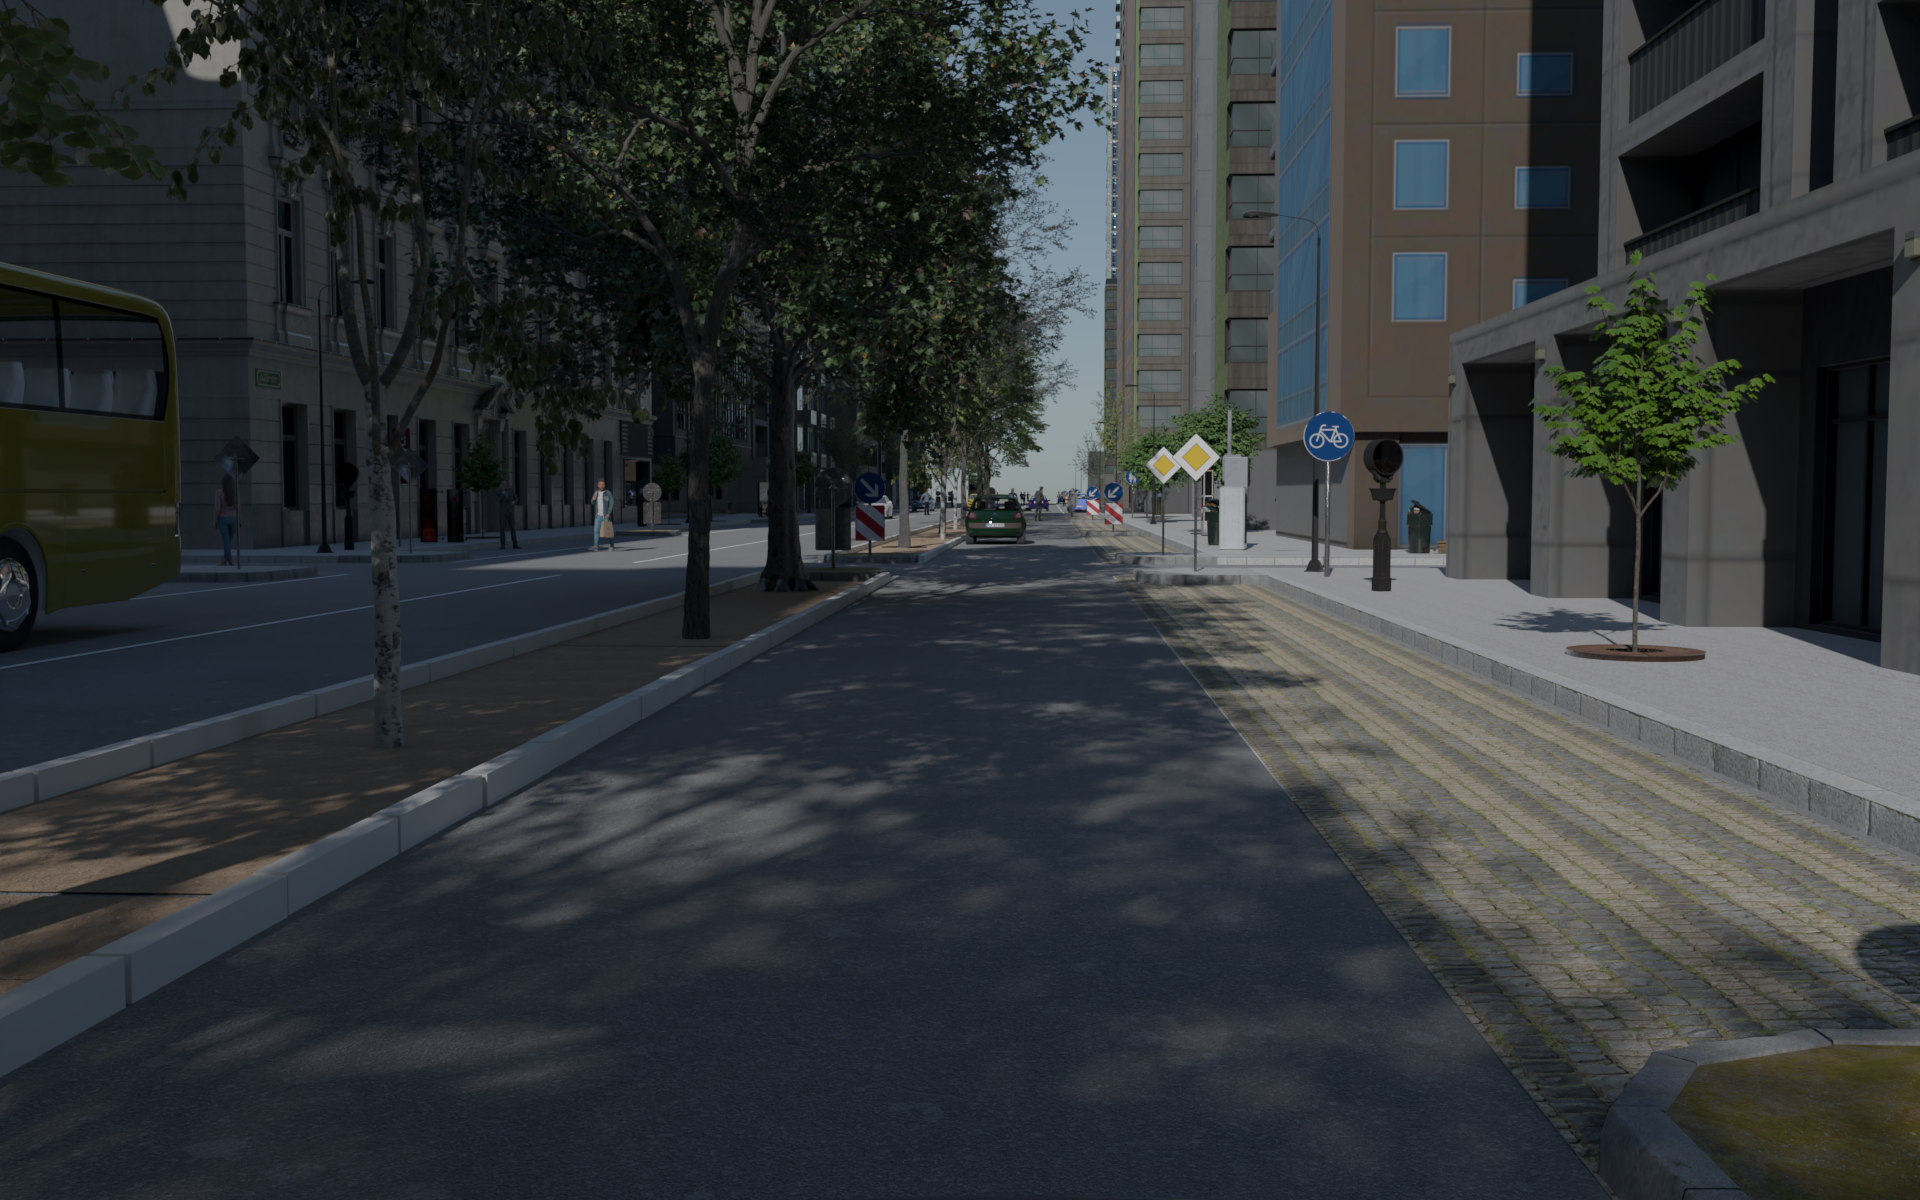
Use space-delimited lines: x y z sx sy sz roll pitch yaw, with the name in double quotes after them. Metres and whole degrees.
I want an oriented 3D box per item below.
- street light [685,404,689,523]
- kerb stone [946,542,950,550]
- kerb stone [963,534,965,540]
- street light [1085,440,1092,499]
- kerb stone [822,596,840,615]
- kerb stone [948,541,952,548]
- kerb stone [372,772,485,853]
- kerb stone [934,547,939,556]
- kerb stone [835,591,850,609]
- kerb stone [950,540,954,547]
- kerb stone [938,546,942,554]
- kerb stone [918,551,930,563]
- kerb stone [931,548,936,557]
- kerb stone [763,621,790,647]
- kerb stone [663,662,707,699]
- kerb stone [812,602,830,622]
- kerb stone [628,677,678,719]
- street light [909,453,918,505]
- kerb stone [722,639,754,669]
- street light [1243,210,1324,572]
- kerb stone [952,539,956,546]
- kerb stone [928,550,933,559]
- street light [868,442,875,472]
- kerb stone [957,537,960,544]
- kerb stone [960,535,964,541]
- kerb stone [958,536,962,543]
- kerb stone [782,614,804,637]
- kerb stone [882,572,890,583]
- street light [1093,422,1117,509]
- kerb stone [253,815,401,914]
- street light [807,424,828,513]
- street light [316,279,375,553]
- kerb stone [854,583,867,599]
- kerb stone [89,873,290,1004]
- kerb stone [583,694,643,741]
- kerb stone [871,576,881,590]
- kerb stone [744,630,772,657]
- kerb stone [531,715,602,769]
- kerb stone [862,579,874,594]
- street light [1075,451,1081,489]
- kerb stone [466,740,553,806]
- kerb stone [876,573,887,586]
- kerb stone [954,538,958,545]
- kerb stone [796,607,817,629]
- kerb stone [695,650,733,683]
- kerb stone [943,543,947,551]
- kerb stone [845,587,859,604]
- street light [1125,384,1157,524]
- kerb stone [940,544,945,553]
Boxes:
-11.397 -6.325 75.963 1.470 5.913 1.316 0 4 3 "street light"
-0.417 -1.319 43.788 0.120 0.150 1.000 0 4 3 "kerb stone"
-0.011 -1.821 51.983 0.120 0.150 1.000 0 4 3 "kerb stone"
11.563 -10.840 149.779 1.470 5.913 1.316 0 4 3 "street light"
-1.588 0.090 20.734 0.120 0.150 1.000 0 4 3 "kerb stone"
-0.367 -1.383 44.814 0.120 0.150 1.000 0 4 3 "kerb stone"
-2.267 0.904 7.416 0.120 0.150 1.000 0 4 3 "kerb stone"
-0.634 -1.070 39.687 0.120 0.150 1.000 0 4 3 "kerb stone"
-1.533 0.027 21.761 0.120 0.150 1.000 0 4 3 "kerb stone"
-0.317 -1.444 45.835 0.120 0.150 1.000 0 4 3 "kerb stone"
-0.581 -1.132 40.708 0.120 0.150 1.000 0 4 3 "kerb stone"
-0.783 -0.882 36.609 0.120 0.150 1.000 0 4 3 "kerb stone"
-0.686 -1.003 38.667 0.120 0.150 1.000 0 4 3 "kerb stone"
-1.794 0.341 16.640 0.120 0.150 1.000 0 4 3 "kerb stone"
-2.010 0.591 12.526 0.120 0.150 1.000 0 4 3 "kerb stone"
-1.635 0.153 19.713 0.120 0.150 1.000 0 4 3 "kerb stone"
-2.054 0.654 11.503 0.120 0.150 1.000 0 4 3 "kerb stone"
-5.176 -13.716 196.803 1.470 5.913 1.316 0 4 3 "street light"
-1.899 0.471 14.581 0.120 0.150 1.000 0 4 3 "kerb stone"
5.324 -3.422 28.486 1.470 5.913 1.316 0 4 3 "street light"
-0.270 -1.508 46.859 0.120 0.150 1.000 0 4 3 "kerb stone"
-0.730 -0.945 37.643 0.120 0.150 1.000 0 4 3 "kerb stone"
-7.499 -11.012 152.593 1.470 5.913 1.316 0 4 3 "street light"
-0.164 -1.633 48.900 0.120 0.150 1.000 0 4 3 "kerb stone"
-0.054 -1.752 50.957 0.120 0.150 1.000 0 4 3 "kerb stone"
-0.109 -1.695 49.929 0.120 0.150 1.000 0 4 3 "kerb stone"
-1.743 0.277 17.661 0.120 0.150 1.000 0 4 3 "kerb stone"
-1.234 -0.347 27.902 0.120 0.150 1.000 0 4 3 "kerb stone"
9.497 -8.481 111.198 1.470 5.913 1.316 0 4 3 "street light"
-2.318 0.970 6.388 0.120 0.150 1.000 0 4 3 "kerb stone"
-9.449 -8.691 114.639 1.470 5.913 1.316 0 4 3 "street light"
-13.291 -3.972 37.485 1.470 5.913 1.316 0 4 3 "street light"
-1.429 -0.094 23.808 0.120 0.150 1.000 0 4 3 "kerb stone"
-2.362 1.038 5.367 0.120 0.150 1.000 0 4 3 "kerb stone"
-2.111 0.716 10.482 0.120 0.150 1.000 0 4 3 "kerb stone"
-1.327 -0.217 25.850 0.120 0.150 1.000 0 4 3 "kerb stone"
-1.855 0.406 15.612 0.120 0.150 1.000 0 4 3 "kerb stone"
-2.158 0.779 9.461 0.120 0.150 1.000 0 4 3 "kerb stone"
-1.380 -0.158 24.829 0.120 0.150 1.000 0 4 3 "kerb stone"
13.376 -13.162 187.740 1.470 5.913 1.316 0 4 3 "street light"
-2.201 0.841 8.440 0.120 0.150 1.000 0 4 3 "kerb stone"
-1.276 -0.287 26.881 0.120 0.150 1.000 0 4 3 "kerb stone"
-0.207 -1.570 47.879 0.120 0.150 1.000 0 4 3 "kerb stone"
-1.693 0.215 18.692 0.120 0.150 1.000 0 4 3 "kerb stone"
-1.952 0.528 13.555 0.120 0.150 1.000 0 4 3 "kerb stone"
-0.468 -1.258 42.768 0.120 0.150 1.000 0 4 3 "kerb stone"
-1.482 -0.036 22.787 0.120 0.150 1.000 0 4 3 "kerb stone"
7.650 -6.159 73.239 1.470 5.913 1.316 0 4 3 "street light"
-0.520 -1.195 41.737 0.120 0.150 1.000 0 4 3 "kerb stone"
